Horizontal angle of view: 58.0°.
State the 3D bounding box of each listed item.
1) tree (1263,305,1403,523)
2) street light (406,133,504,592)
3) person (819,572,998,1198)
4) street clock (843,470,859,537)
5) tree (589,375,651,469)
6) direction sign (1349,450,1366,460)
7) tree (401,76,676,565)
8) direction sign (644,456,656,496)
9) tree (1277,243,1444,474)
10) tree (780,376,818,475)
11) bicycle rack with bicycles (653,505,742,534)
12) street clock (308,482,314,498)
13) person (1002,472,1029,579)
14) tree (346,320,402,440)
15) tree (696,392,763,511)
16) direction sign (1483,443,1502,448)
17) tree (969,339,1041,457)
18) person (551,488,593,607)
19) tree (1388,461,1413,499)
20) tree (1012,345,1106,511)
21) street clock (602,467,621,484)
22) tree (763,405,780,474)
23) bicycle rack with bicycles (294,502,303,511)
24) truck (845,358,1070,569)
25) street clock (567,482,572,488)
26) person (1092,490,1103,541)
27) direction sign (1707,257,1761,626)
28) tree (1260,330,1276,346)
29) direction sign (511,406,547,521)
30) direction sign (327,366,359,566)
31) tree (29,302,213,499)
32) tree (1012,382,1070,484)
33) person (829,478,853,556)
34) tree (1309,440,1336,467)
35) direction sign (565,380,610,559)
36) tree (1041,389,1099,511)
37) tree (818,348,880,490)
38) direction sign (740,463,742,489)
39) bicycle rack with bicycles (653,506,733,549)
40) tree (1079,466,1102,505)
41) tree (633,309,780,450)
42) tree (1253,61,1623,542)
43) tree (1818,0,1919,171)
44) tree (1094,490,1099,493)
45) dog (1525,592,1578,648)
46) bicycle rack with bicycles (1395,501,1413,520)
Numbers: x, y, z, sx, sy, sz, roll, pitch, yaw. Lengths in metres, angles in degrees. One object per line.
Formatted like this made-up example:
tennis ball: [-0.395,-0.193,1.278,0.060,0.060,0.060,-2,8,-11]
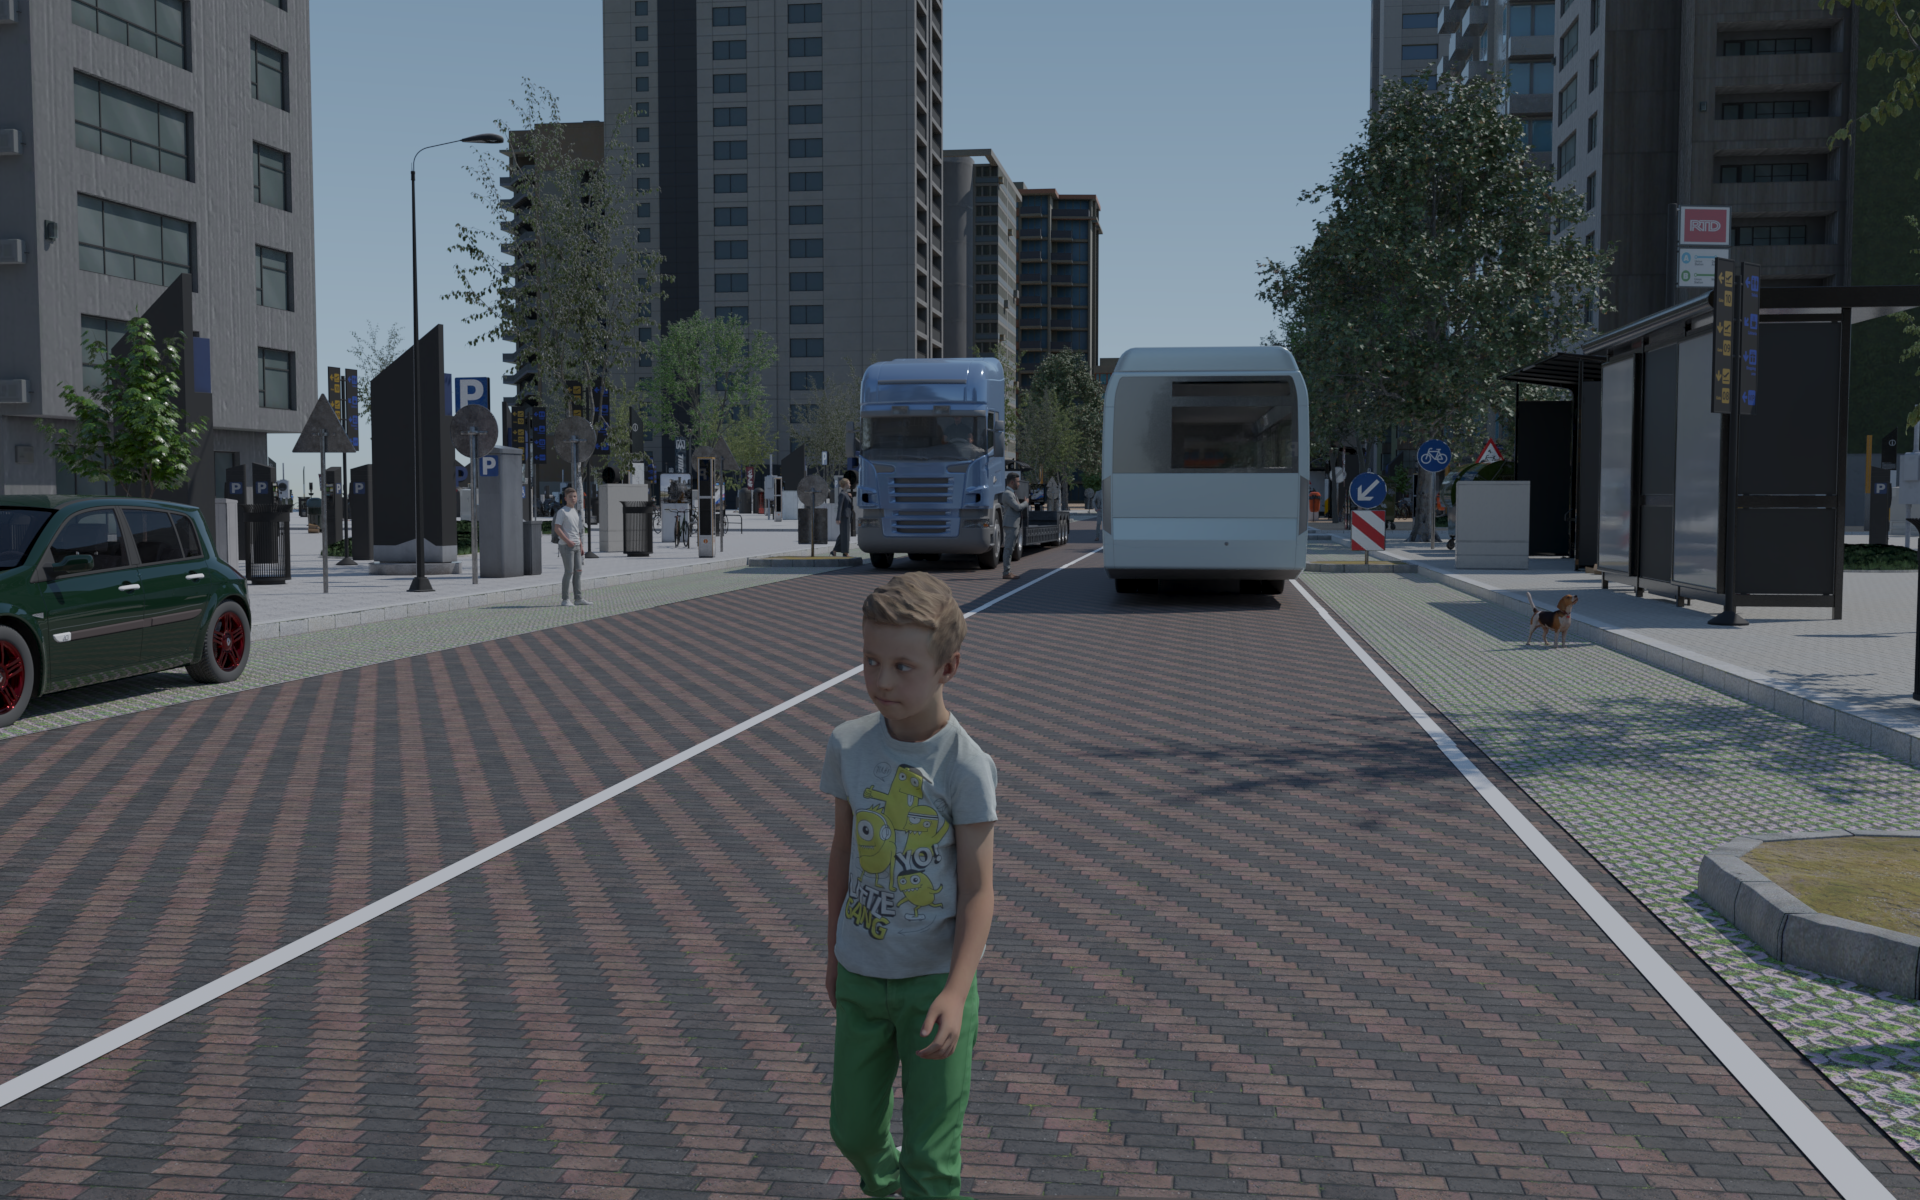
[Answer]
tree: [16.615,-8.674,76.228,8.767,10.594,7.601,1,4,12]
street light: [-6.560,-3.057,22.529,1.470,5.913,1.316,1,4,8]
person: [-0.088,0.599,2.954,0.306,1.304,0.590,0,4,2]
street clock: [-3.251,-2.904,52.048,0.471,2.002,0.358,2,4,26]
tree: [-20.725,-9.531,106.199,4.737,8.622,4.395,0,3,0]
direction sign: [20.398,-5.927,88.896,0.876,3.537,0.379,1,4,16]
tree: [-6.893,-4.917,30.761,4.360,8.622,3.978,0,3,0]
direction sign: [-18.552,-6.749,102.337,0.876,3.537,0.379,-1,4,-15]
tree: [15.919,-8.704,68.073,9.928,11.665,9.643,0,3,0]
tree: [-8.415,-9.403,104.096,4.360,8.622,3.978,0,3,0]
bicycle rack with bicycles: [-8.272,-2.592,55.756,2.852,0.926,2.925,-2,4,-34]
street clock: [-40.104,-6.268,107.058,0.358,2.002,0.471,-1,4,-21]
person: [0.933,-1.259,29.265,0.466,1.800,0.511,0,4,-5]
tree: [-24.009,-7.529,73.463,4.360,8.622,3.978,0,3,0]
tree: [-17.440,-10.669,124.807,4.737,8.622,4.395,0,3,0]
direction sign: [23.703,-5.207,77.124,0.876,3.537,0.379,1,4,17]
tree: [1.392,-8.071,82.326,4.737,8.622,4.395,0,3,0]
person: [-4.939,-0.668,22.025,0.523,1.515,0.503,-1,4,-11]
tree: [25.530,-6.437,99.848,1.663,3.219,1.824,0,3,0]
tree: [8.166,-13.254,133.713,9.611,12.733,9.660,0,3,0]
street clock: [-9.182,-2.514,45.666,0.471,2.002,0.358,2,4,30]
tree: [-15.885,-11.143,132.557,4.737,8.622,4.395,0,3,0]
bicycle rack with bicycles: [-50.174,-7.404,134.439,2.925,0.926,2.852,-2,4,-23]
truck: [0.555,-3.082,40.149,2.967,4.110,18.799,1,4,8]
street clock: [-24.178,-6.311,107.748,0.358,2.002,0.471,2,4,24]
person: [4.415,-2.742,53.433,0.635,1.810,0.391,-1,4,-15]
direction sign: [7.550,-1.524,16.915,0.876,3.537,0.379,-3,5,-40]
tree: [34.844,-21.190,202.344,12.611,20.169,13.585,0,3,0]
direction sign: [-11.168,-3.238,44.933,0.876,3.537,0.379,-1,4,-23]
direction sign: [-11.068,-2.395,31.158,0.379,3.537,0.876,1,4,14]
tree: [-8.079,-1.389,17.309,1.663,3.219,1.824,0,3,0]
tree: [5.205,-10.046,114.613,4.360,8.622,3.978,0,3,0]
person: [-2.579,-1.776,37.958,0.534,1.772,0.576,-1,4,-15]
tree: [21.085,-9.547,106.455,4.737,8.622,4.395,0,3,0]
direction sign: [-7.407,-2.601,34.526,0.876,3.537,0.379,0,4,0]
tree: [6.886,-10.422,120.765,4.737,8.622,4.395,0,3,0]
tree: [-4.868,-8.438,88.316,4.360,8.622,3.978,0,3,0]
direction sign: [-16.219,-8.341,128.379,0.379,3.537,0.876,-1,4,-18]
bicycle rack with bicycles: [-7.148,-1.731,41.683,2.852,0.926,2.925,0,4,0]
tree: [12.601,-10.846,161.044,4.285,4.588,4.351,0,3,0]
tree: [-14.136,-10.426,96.217,9.928,11.665,9.643,0,3,0]
tree: [12.507,-7.895,46.095,9.611,12.733,9.660,0,3,0]
tree: [7.377,-3.729,11.328,4.737,8.622,4.395,0,3,0]
tree: [12.863,-10.657,168.841,1.663,3.219,1.824,0,3,0]
dog: [5.520,0.190,16.174,0.540,0.507,0.406,2,4,30]
bicycle rack with bicycles: [22.241,-4.515,87.205,2.852,0.926,2.925,0,4,0]
